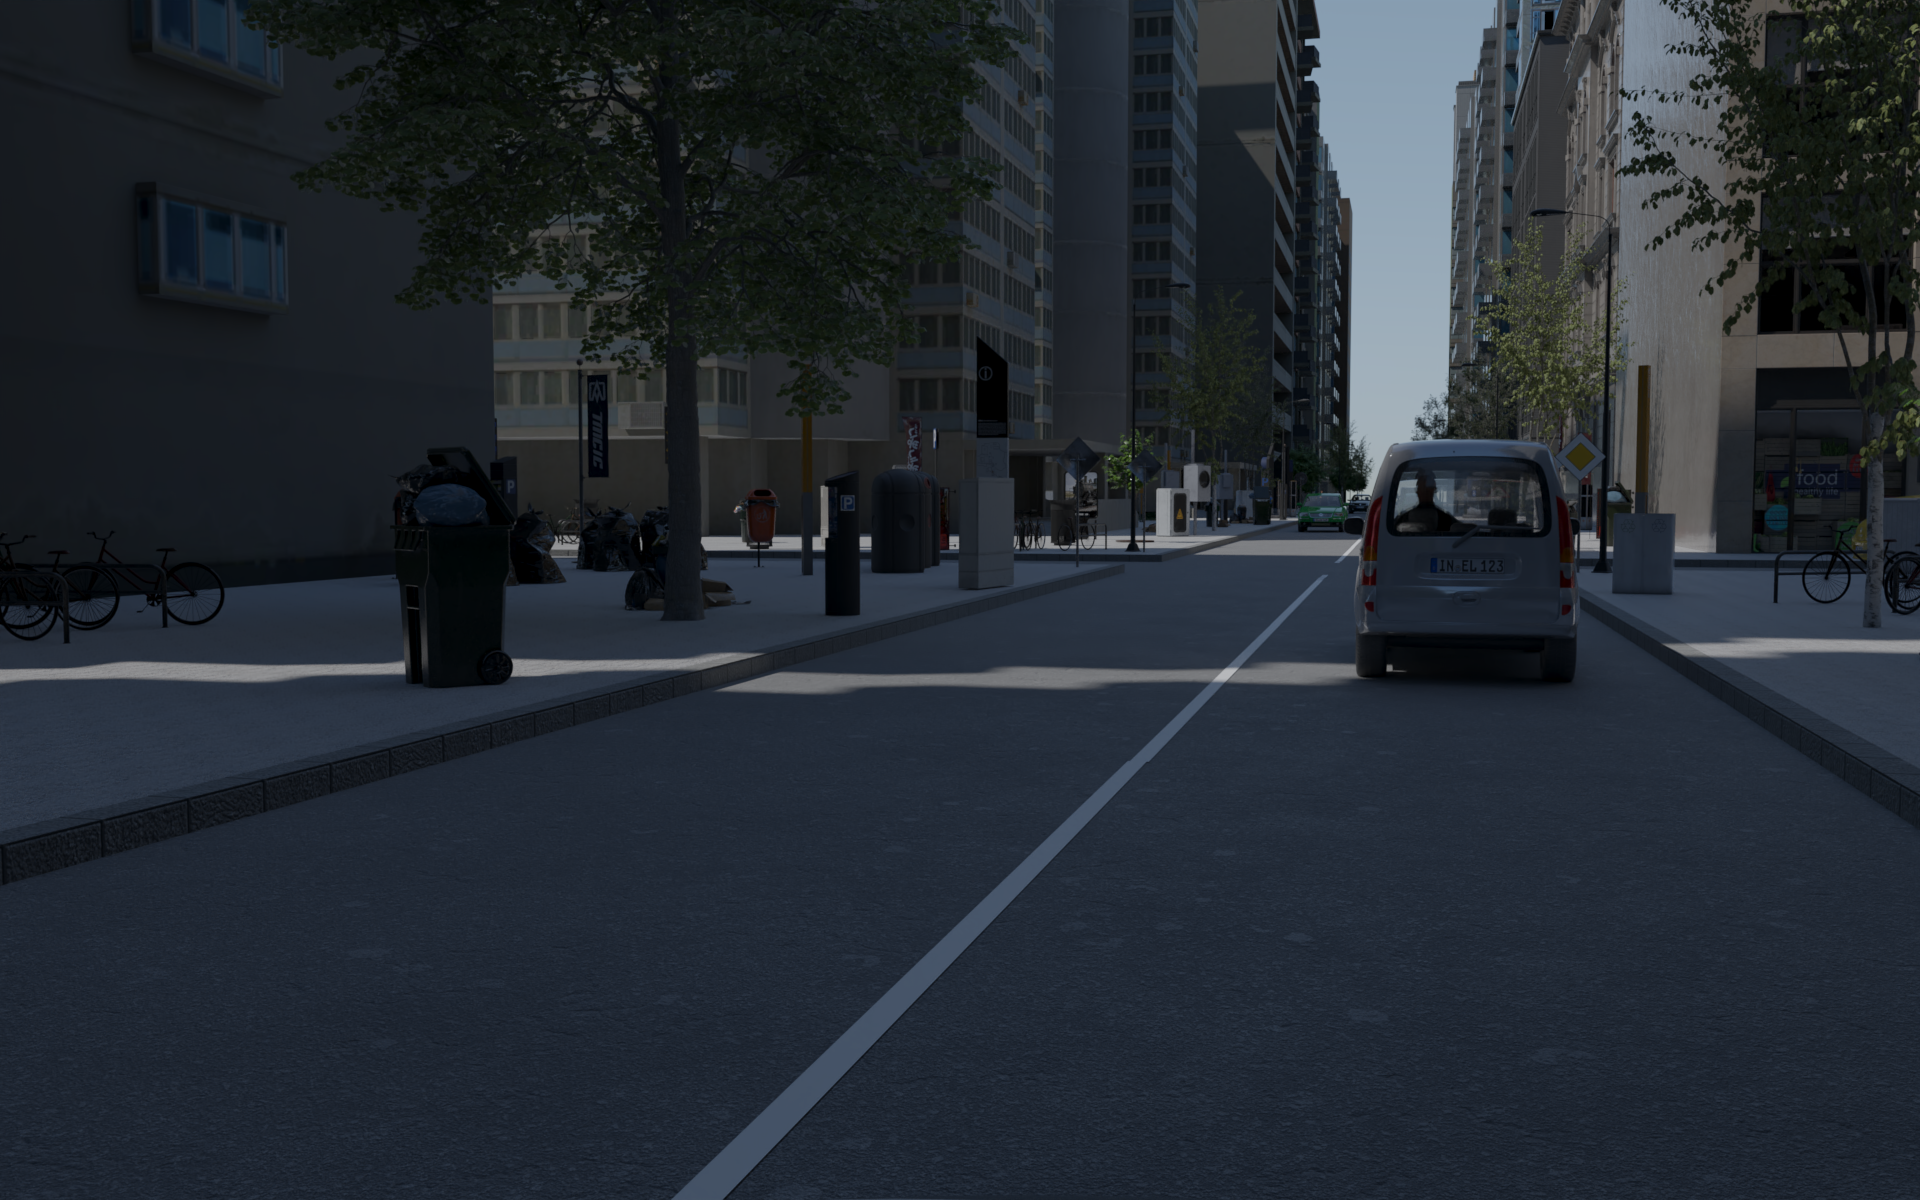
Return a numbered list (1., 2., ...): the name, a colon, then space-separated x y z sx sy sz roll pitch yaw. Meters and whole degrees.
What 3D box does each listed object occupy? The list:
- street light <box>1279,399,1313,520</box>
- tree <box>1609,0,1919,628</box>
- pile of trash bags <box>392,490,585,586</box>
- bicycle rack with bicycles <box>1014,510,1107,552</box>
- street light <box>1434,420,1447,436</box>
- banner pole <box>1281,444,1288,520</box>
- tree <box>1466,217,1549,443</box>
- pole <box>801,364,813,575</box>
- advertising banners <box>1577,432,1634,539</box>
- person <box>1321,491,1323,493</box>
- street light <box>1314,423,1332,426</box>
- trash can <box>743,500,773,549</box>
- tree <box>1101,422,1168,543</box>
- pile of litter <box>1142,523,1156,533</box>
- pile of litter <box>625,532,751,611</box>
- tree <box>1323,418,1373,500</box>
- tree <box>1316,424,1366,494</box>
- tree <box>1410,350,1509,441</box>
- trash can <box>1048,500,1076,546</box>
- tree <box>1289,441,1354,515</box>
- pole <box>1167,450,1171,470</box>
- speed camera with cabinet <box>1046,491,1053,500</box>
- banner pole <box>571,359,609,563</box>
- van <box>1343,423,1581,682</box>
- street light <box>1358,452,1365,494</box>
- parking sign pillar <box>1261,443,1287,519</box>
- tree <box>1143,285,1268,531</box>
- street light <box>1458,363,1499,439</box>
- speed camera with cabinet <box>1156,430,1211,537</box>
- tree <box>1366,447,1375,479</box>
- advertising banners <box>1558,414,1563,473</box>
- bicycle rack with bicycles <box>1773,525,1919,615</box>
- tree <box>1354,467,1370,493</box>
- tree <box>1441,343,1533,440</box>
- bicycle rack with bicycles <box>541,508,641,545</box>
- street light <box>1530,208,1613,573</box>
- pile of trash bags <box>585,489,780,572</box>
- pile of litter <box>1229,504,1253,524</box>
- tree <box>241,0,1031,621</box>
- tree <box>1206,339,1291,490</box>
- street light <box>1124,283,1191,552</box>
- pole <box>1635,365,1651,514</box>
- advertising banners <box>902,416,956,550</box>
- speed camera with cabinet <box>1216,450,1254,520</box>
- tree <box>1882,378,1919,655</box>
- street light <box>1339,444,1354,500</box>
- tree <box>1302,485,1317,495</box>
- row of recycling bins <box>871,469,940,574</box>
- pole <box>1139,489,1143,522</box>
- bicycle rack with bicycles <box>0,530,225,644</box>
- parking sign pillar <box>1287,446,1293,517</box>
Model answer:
1. street light: 16.431 -6.882 85.064 1.470 5.913 1.316 1 4 14
2. tree: 8.552 -4.040 16.421 4.737 8.622 4.395 0 3 0
3. pile of trash bags: -7.326 -0.953 25.331 3.447 1.369 1.912 3 5 44
4. bicycle rack with bicycles: 2.016 -1.601 39.556 2.852 0.926 2.925 2 4 27
5. street light: 30.517 -8.296 108.174 1.470 5.913 1.316 1 4 14
6. banner pole: 16.198 -5.918 86.771 0.401 3.779 0.863 2 4 24
7. tree: 15.808 -5.881 46.518 4.737 8.622 4.395 0 3 0
8. pole: -2.416 -2.046 27.295 0.158 3.312 0.155 0 3 0
9. advertising banners: 18.452 -3.263 49.544 2.074 3.025 0.090 -1 4 -22
10. person: 39.778 -11.118 190.371 1.348 1.812 0.705 0 4 6
11. street light: 23.434 -8.569 112.637 1.470 5.913 1.316 1 4 14
12. trash can: -4.668 -1.751 40.289 0.748 1.137 0.748 0 3 0
13. tree: 4.531 -3.150 46.109 1.663 3.219 1.824 0 3 0
14. pile of litter: 6.672 -2.716 58.364 1.176 0.858 1.719 2 4 27
15. pile of litter: -3.097 -0.353 19.729 1.719 0.858 1.176 -3 4 -36
16. tree: 37.355 -13.316 168.075 4.737 8.622 4.395 0 3 0
17. tree: 39.102 -14.040 179.914 4.360 8.622 3.978 0 3 0
18. tree: 33.485 -10.942 113.320 8.767 10.594 7.601 2 4 26
19. trash can: 2.566 -1.929 43.190 0.748 1.137 0.748 0 3 0
20. tree: 20.957 -7.519 106.648 4.285 4.588 4.351 0 3 0
21. pole: 9.734 -5.326 80.920 0.158 3.312 0.155 0 3 0
22. speed camera with cabinet: 3.927 -5.771 88.695 0.660 3.252 2.038 3 5 41
23. banner pole: -6.824 -2.570 32.039 0.863 3.779 0.401 2 4 25
24. van: 4.260 -0.471 14.720 2.013 2.044 4.112 1 4 15
25. street light: 43.945 -13.454 192.509 1.470 5.913 1.316 1 4 14
26. parking sign pillar: 16.122 -6.260 90.821 1.447 3.967 1.447 1 4 21
27. tree: 8.634 -6.713 60.120 4.737 8.622 4.395 0 3 0
28. street light: 18.443 -5.432 61.356 1.470 5.913 1.316 1 4 14
29. speed camera with cabinet: 6.813 -3.569 52.682 0.660 3.252 2.038 3 5 44
30. tree: 61.197 -19.205 264.367 4.360 8.622 3.978 0 3 0
31. advertising banners: 13.304 -2.600 38.693 0.090 3.025 2.074 1 4 14
32. bicycle rack with bicycles: 10.876 -0.385 19.669 2.925 0.926 2.852 -1 4 -15
33. tree: 38.442 -11.612 173.572 4.285 4.588 4.351 0 3 0
34. tree: 24.950 -8.036 81.758 4.360 8.622 3.978 0 3 0
35. bicycle rack with bicycles: -9.595 -1.917 44.723 2.925 0.926 2.852 -1 4 -15
36. street light: 9.959 -3.405 28.209 1.470 5.913 1.316 1 4 14
37. pile of trash bags: -4.813 -1.222 29.729 3.447 1.369 1.912 -1 4 -16
38. pile of litter: 12.398 -3.747 75.228 1.719 0.858 1.176 0 4 -4
39. tree: -3.143 -6.087 17.642 7.486 12.596 7.792 0 3 0
40. tree: 13.530 -7.989 80.987 4.360 8.622 3.978 0 3 0
41. street light: 4.379 -4.022 38.307 1.470 5.913 1.316 1 4 14
42. pole: 10.834 -2.059 27.507 0.158 3.312 0.155 0 3 0
43. advertising banners: -0.426 -2.646 39.453 2.074 3.025 0.090 -2 4 -32
44. speed camera with cabinet: 12.479 -5.104 77.788 2.038 3.252 0.660 -1 4 -17
45. tree: 7.839 -1.123 12.960 1.663 3.219 1.824 0 3 0
46. street light: 35.441 -11.421 159.275 1.470 5.913 1.316 1 4 14
47. tree: 25.171 -8.035 125.977 1.663 3.219 1.824 0 3 0
48. row of recycling bins: -0.945 -1.377 29.619 1.069 1.692 3.534 0 4 5
49. pole: 8.243 -5.189 78.676 0.158 3.312 0.155 0 3 0
50. bicycle rack with bicycles: -8.683 -0.152 15.875 2.925 0.926 2.852 0 4 2
51. parking sign pillar: 18.420 -6.745 98.759 1.447 3.967 1.447 -2 4 -27
